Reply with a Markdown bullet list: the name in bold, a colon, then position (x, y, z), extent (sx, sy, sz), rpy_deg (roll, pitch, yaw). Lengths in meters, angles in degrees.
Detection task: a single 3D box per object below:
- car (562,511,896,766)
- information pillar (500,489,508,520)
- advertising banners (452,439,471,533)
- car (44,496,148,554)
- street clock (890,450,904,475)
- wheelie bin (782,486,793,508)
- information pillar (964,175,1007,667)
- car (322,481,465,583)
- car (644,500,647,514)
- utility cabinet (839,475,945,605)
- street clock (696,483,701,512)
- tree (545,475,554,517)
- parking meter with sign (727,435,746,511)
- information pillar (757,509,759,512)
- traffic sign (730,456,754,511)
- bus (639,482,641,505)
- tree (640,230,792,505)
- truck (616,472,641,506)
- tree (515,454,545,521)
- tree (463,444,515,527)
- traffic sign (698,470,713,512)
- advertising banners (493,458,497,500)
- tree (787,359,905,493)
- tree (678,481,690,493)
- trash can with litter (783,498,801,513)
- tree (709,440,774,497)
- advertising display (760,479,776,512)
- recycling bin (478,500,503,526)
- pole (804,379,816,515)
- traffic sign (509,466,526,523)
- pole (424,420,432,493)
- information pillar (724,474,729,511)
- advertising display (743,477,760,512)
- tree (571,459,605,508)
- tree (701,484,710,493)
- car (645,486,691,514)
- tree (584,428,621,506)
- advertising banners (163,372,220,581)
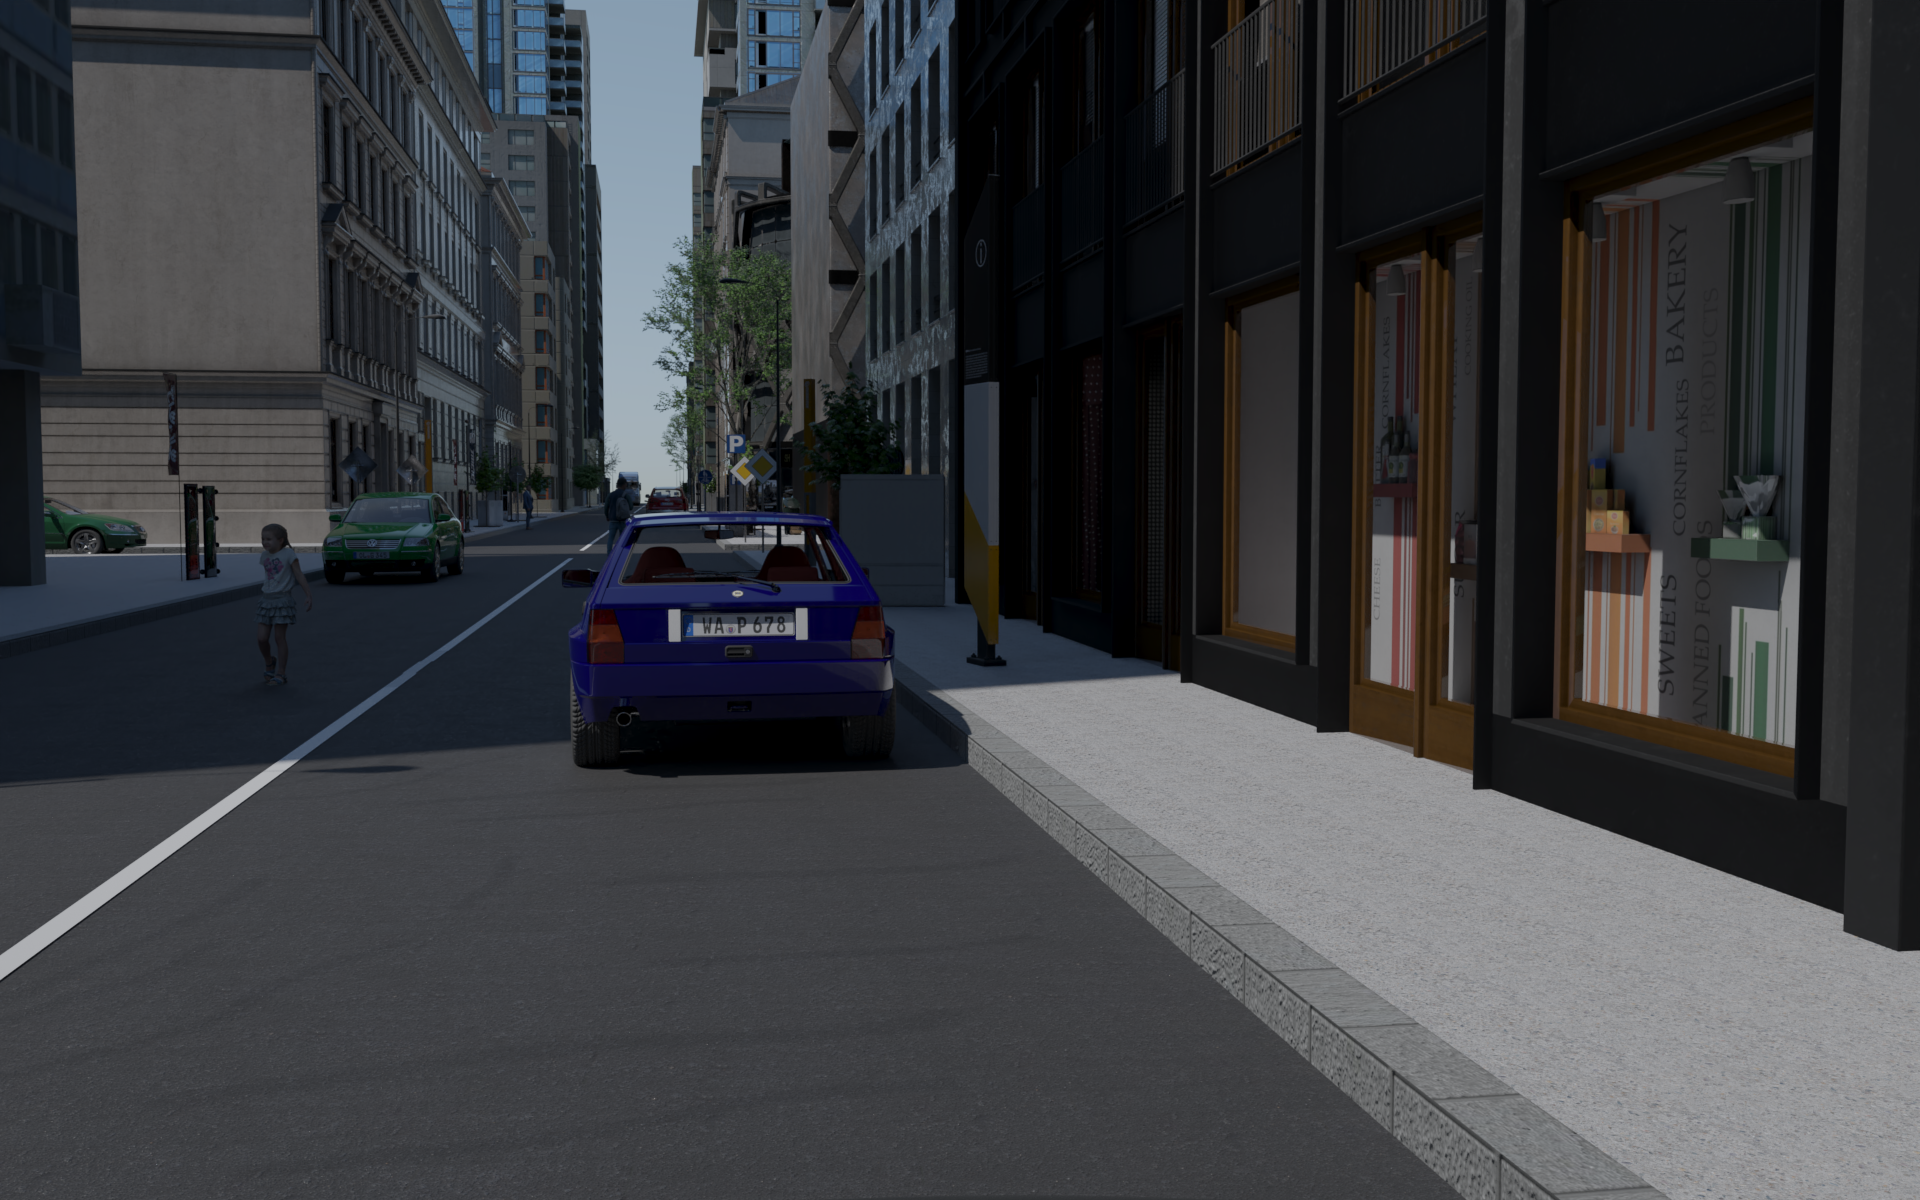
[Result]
- **car**: position (-1.456, 0.122, 10.585), extent (1.945, 1.354, 3.894), rpy_deg (-1, 4, -10)
- **information pillar**: position (-22.162, -4.875, 84.198), extent (0.304, 2.012, 0.304), rpy_deg (-2, 4, -32)
- **advertising banners**: position (-16.225, -3.678, 56.322), extent (0.090, 3.025, 2.074), rpy_deg (0, 4, -2)
- **car**: position (-21.330, -1.713, 39.800), extent (4.920, 1.459, 2.131), rpy_deg (-1, 4, -9)
- **street clock**: position (-1.065, -1.365, 26.882), extent (0.358, 2.002, 0.471), rpy_deg (2, 4, 25)
- **wheelie bin**: position (-6.700, -3.771, 69.565), extent (0.980, 1.594, 0.693), rpy_deg (1, 4, 16)
- **information pillar**: position (0.167, -1.324, 13.007), extent (0.183, 3.616, 0.504), rpy_deg (-1, 4, -22)
- **car**: position (-9.566, -1.262, 29.425), extent (1.959, 1.807, 4.718), rpy_deg (-1, 4, -8)
- **car**: position (-18.970, -6.104, 109.594), extent (2.009, 1.686, 4.222), rpy_deg (-1, 4, -9)
- **utility cabinet**: position (-0.761, -0.680, 19.790), extent (1.173, 1.500, 0.318), rpy_deg (0, 4, 2)
- **street clock**: position (-16.928, -6.568, 111.960), extent (0.358, 2.002, 0.471), rpy_deg (0, 4, -3)
- **tree**: position (-23.054, -6.136, 94.929), extent (1.663, 3.219, 1.824), rpy_deg (0, 3, 0)
- **parking meter with sign**: position (-6.656, -3.386, 51.624), extent (0.543, 3.016, 1.738), rpy_deg (0, 4, -7)
- **information pillar**: position (-9.071, -4.401, 76.445), extent (0.304, 2.012, 0.304), rpy_deg (3, 5, 39)
- **traffic sign**: position (-5.670, -2.571, 45.685), extent (0.795, 2.450, 0.064), rpy_deg (-1, 4, -10)
- **bus**: position (-44.528, -14.639, 234.204), extent (2.948, 3.499, 13.247), rpy_deg (-1, 4, -10)
- **tree**: position (-8.781, -8.751, 68.840), extent (9.928, 11.665, 9.643), rpy_deg (0, 3, 0)
- **truck**: position (-40.846, -13.707, 213.861), extent (2.967, 4.110, 18.799), rpy_deg (-1, 4, -10)
- **tree**: position (-21.031, -5.372, 82.426), extent (1.663, 3.219, 1.824), rpy_deg (0, 3, 0)
- **tree**: position (-18.385, -4.445, 67.278), extent (1.663, 3.219, 1.824), rpy_deg (0, 3, 0)
- **traffic sign**: position (-13.240, -5.505, 90.109), extent (0.768, 2.556, 0.104), rpy_deg (0, 4, -1)
- **advertising banners**: position (-19.210, -4.611, 71.578), extent (0.090, 3.025, 2.074), rpy_deg (-1, 4, -16)
- **tree**: position (-1.665, -1.851, 24.873), extent (1.663, 3.219, 1.824), rpy_deg (0, 3, 0)
- **tree**: position (-35.270, -13.844, 220.951), extent (1.663, 3.219, 1.824), rpy_deg (0, 3, 0)
- **trash can with litter**: position (-5.194, -2.636, 54.493), extent (0.624, 1.170, 1.055), rpy_deg (-1, 4, -21)
- **tree**: position (-7.588, -4.101, 61.652), extent (1.663, 3.219, 1.824), rpy_deg (0, 3, 0)
- **advertising display**: position (-8.318, -4.279, 75.178), extent (0.974, 1.923, 0.123), rpy_deg (-1, 4, -21)
- **recycling bin**: position (-18.719, -3.454, 69.022), extent (0.722, 1.027, 0.722), rpy_deg (3, 4, 37)
- **pole**: position (-2.662, -2.256, 30.721), extent (0.158, 3.312, 0.155), rpy_deg (0, 3, 0)
- **traffic sign**: position (-19.928, -4.765, 78.014), extent (0.768, 2.556, 0.104), rpy_deg (0, 4, -6)
- **pole**: position (-14.663, -3.299, 47.786), extent (0.158, 3.312, 0.155), rpy_deg (0, 3, 0)
- **information pillar**: position (-8.444, -3.601, 63.366), extent (0.304, 2.012, 0.304), rpy_deg (-1, 4, -17)
- **advertising display**: position (-6.503, -2.957, 53.556), extent (0.123, 1.923, 0.974), rpy_deg (1, 4, 14)
- **tree**: position (-34.573, -10.832, 160.814), extent (4.285, 4.588, 4.351), rpy_deg (0, 3, 0)
- **tree**: position (-17.541, -7.771, 121.654), extent (1.663, 3.219, 1.824), rpy_deg (0, 3, 0)
- **car**: position (-14.526, -4.741, 86.182), extent (2.281, 1.827, 5.304), rpy_deg (-1, 4, -9)
- **tree**: position (-40.044, -14.861, 193.344), extent (4.360, 8.622, 3.978), rpy_deg (0, 3, 0)
- **advertising banners**: position (-11.478, -1.815, 25.864), extent (0.090, 3.025, 2.074), rpy_deg (0, 4, -5)
